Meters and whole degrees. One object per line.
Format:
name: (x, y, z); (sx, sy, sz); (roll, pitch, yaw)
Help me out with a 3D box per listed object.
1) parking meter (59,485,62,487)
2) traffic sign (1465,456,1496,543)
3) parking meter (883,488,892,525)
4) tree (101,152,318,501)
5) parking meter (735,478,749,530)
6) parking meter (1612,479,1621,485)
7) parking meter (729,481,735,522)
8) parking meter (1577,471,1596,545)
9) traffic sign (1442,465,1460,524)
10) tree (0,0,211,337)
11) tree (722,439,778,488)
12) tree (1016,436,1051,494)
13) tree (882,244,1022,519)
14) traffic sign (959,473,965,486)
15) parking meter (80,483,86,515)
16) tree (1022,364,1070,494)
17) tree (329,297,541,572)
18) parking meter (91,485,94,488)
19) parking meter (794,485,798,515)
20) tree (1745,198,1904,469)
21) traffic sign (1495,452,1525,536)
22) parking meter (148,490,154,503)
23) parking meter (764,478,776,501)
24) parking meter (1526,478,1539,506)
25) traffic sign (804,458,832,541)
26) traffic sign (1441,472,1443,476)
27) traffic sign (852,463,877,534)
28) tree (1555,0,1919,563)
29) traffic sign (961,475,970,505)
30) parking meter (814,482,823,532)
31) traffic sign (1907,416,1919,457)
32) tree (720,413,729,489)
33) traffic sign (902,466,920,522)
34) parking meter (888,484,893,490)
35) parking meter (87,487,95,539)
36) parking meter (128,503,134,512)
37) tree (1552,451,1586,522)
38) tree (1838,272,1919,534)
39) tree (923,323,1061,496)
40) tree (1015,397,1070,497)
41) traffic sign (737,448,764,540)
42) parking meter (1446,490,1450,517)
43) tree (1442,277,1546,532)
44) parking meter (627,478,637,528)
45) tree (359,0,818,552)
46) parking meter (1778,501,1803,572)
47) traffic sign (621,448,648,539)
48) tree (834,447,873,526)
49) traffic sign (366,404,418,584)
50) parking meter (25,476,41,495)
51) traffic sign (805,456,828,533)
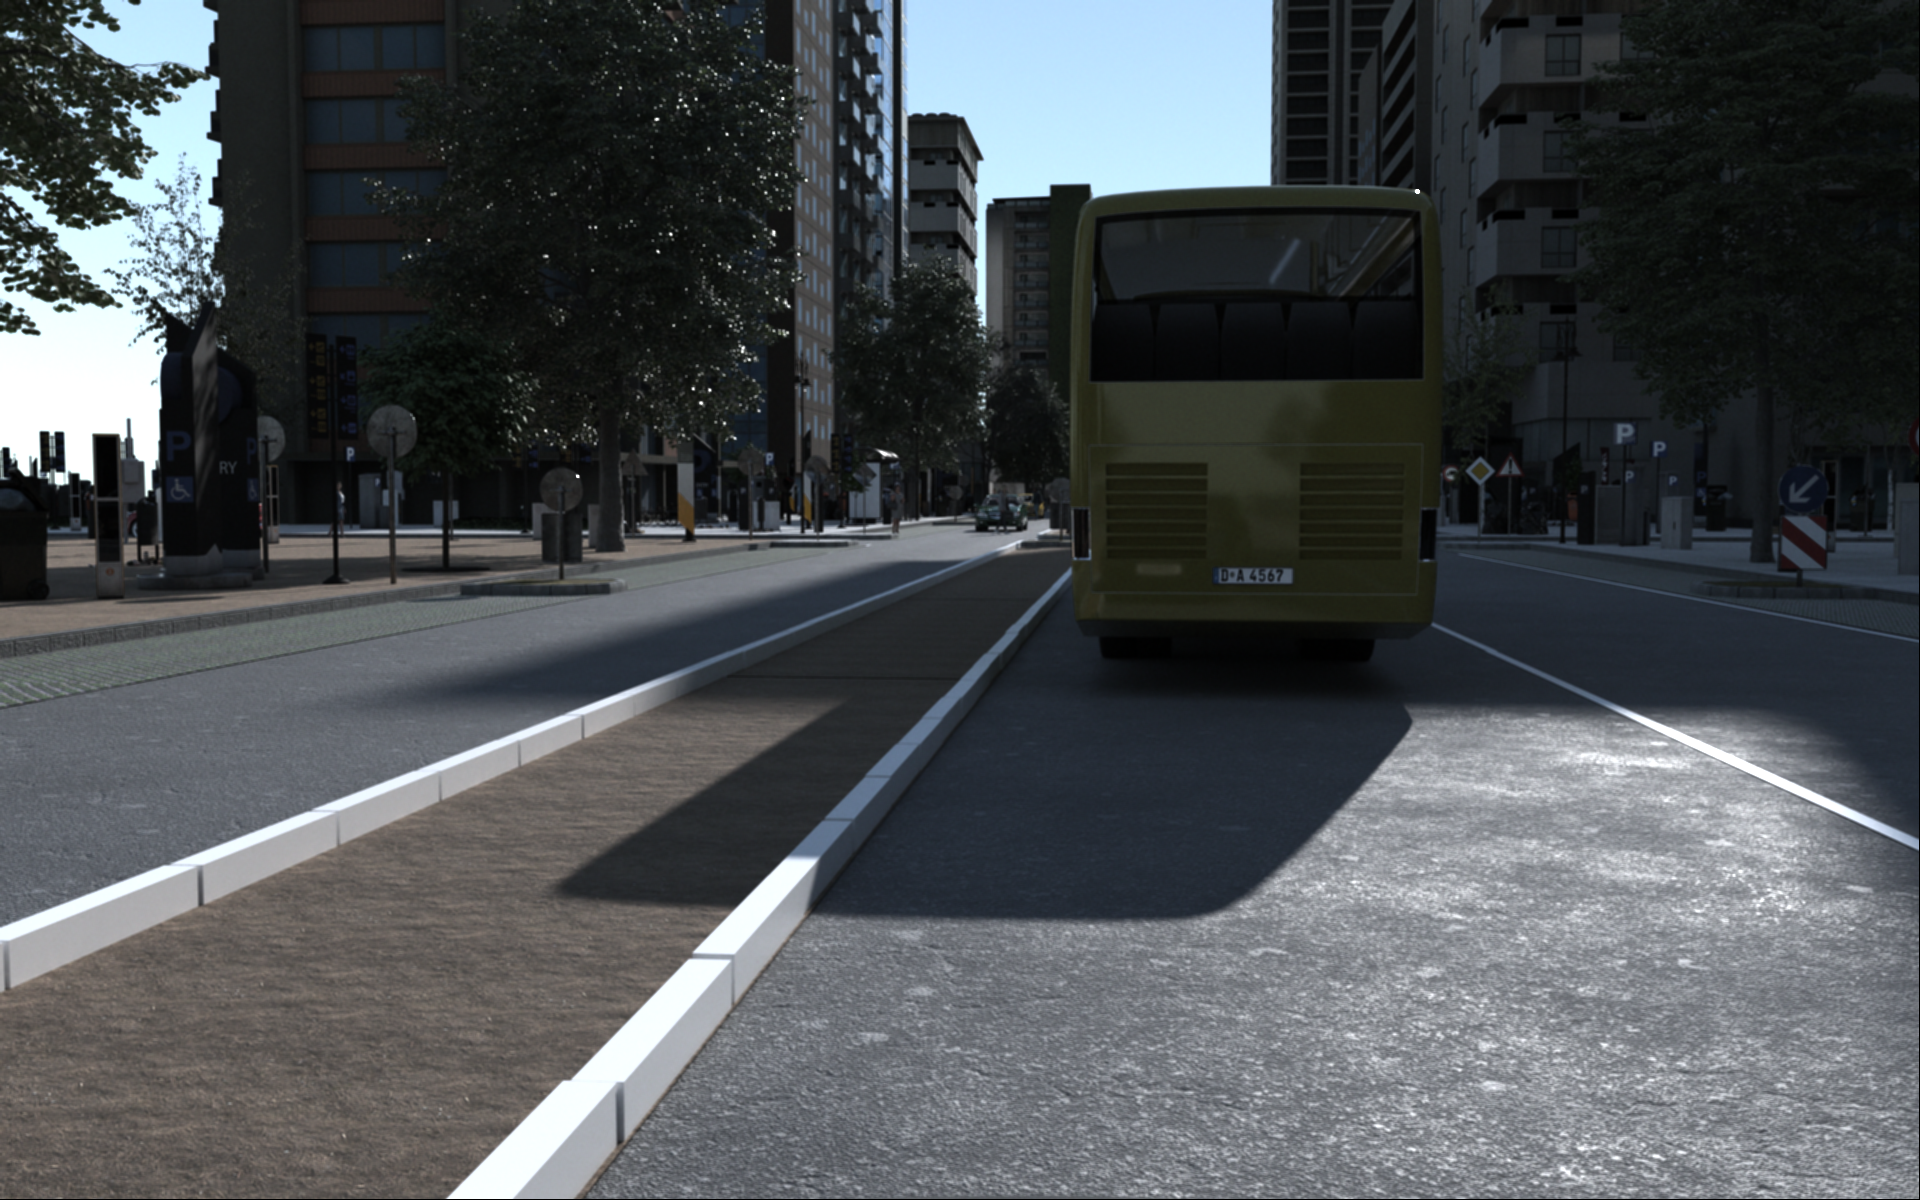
parking meter: (-55.662, -6.222, 107.438); (0.399, 1.863, 0.255); (-2, 4, -33)
traffic sign: (13.697, -2.570, 45.668); (0.795, 2.450, 0.064); (0, 4, 6)
parking meter: (-3.058, -3.936, 72.766); (0.372, 1.533, 0.369); (0, 3, 0)
tree: (-16.646, -5.388, 38.450); (4.360, 8.622, 3.978); (0, 3, 0)
parking meter: (-7.636, -3.397, 61.258); (0.399, 1.863, 0.255); (1, 4, 11)
parking meter: (26.305, -3.896, 69.403); (0.255, 1.863, 0.399); (-1, 4, -10)
parking meter: (-10.356, -4.490, 79.119); (0.255, 1.863, 0.399); (-2, 4, -34)
parking meter: (15.841, -2.331, 43.830); (0.255, 1.863, 0.399); (-3, 5, -41)
traffic sign: (21.181, -4.561, 74.680); (0.768, 2.556, 0.104); (1, 4, 13)
tree: (-9.952, -5.875, 14.179); (7.486, 12.596, 7.792); (0, 3, 0)
tree: (-12.601, -7.301, 103.081); (4.285, 4.588, 4.351); (0, 3, 0)
tree: (7.254, -13.906, 177.726); (4.360, 8.622, 3.978); (0, 3, 0)
tree: (-2.389, -11.227, 90.223); (9.857, 13.997, 8.962); (0, 3, 0)
traffic sign: (-0.091, -6.328, 103.563); (0.768, 2.556, 0.104); (0, 4, 8)
parking meter: (-45.553, -5.140, 89.752); (0.255, 1.863, 0.399); (1, 4, 18)
tree: (6.436, -15.976, 167.864); (9.857, 13.997, 8.962); (0, 3, 0)
tree: (-8.729, -2.768, 28.979); (4.285, 4.588, 4.351); (0, 3, 0)
parking meter: (-55.942, -6.485, 111.739); (0.399, 1.863, 0.255); (3, 5, 41)
parking meter: (-10.261, -6.253, 107.948); (0.255, 1.863, 0.399); (-1, 4, -9)
tree: (21.288, -5.683, 43.271); (4.360, 8.622, 3.978); (0, 3, 0)
traffic sign: (16.945, -3.264, 53.378); (0.884, 2.594, 0.081); (1, 4, 12)
parking meter: (-52.295, -6.335, 111.983); (0.372, 1.533, 0.369); (0, 3, 0)
parking meter: (-7.116, -3.615, 64.816); (0.399, 1.863, 0.255); (-3, 5, -40)
parking meter: (20.650, -3.473, 62.491); (0.399, 1.863, 0.255); (1, 4, 12)
traffic sign: (-3.898, -2.685, 47.536); (0.795, 2.450, 0.064); (0, 4, 6)
traffic sign: (14.534, -3.056, 53.609); (0.795, 2.450, 0.064); (0, 4, 6)
traffic sign: (-3.061, -3.170, 55.477); (0.795, 2.450, 0.064); (0, 4, 6)
tree: (14.714, -6.988, 32.373); (7.486, 12.596, 7.792); (0, 3, 0)
traffic sign: (0.278, -7.094, 116.092); (0.768, 2.556, 0.104); (1, 4, 11)
parking meter: (-4.744, -3.203, 58.075); (0.255, 1.863, 0.399); (-1, 4, -17)
traffic sign: (14.979, -1.627, 26.704); (0.768, 2.556, 0.104); (1, 4, 10)
tree: (-16.062, -9.650, 108.147); (4.737, 8.622, 4.395); (0, 3, 0)
traffic sign: (-2.271, -4.871, 79.644); (0.884, 2.594, 0.081); (1, 4, 14)
parking meter: (-4.169, -6.069, 104.935); (0.399, 1.863, 0.255); (3, 5, 45)
parking meter: (-24.638, -2.502, 49.315); (0.372, 1.533, 0.369); (0, 3, 0)
parking meter: (-58.519, -6.960, 122.203); (0.372, 1.533, 0.369); (0, 3, 0)
tree: (27.991, -5.136, 78.569); (1.663, 3.219, 1.824); (0, 3, 0)
tree: (29.970, -6.421, 55.350); (4.737, 8.622, 4.395); (0, 3, 0)
tree: (1.974, -13.002, 122.953); (12.009, 13.543, 11.850); (0, 3, 0)
tree: (9.667, -17.179, 199.006); (7.486, 12.596, 7.792); (0, 3, 0)
traffic sign: (-5.854, -2.953, 48.393); (0.768, 2.556, 0.104); (1, 4, 10)
parking meter: (27.127, -5.352, 95.912); (0.372, 1.533, 0.369); (0, 3, 0)
tree: (17.525, -6.626, 58.693); (4.737, 8.622, 4.395); (0, 3, 0)
parking meter: (-11.632, -3.405, 61.380); (0.255, 1.863, 0.399); (-2, 4, -24)
tree: (-7.915, -8.050, 38.267); (9.857, 13.997, 8.962); (0, 3, 0)
parking meter: (13.669, -1.227, 28.474); (0.372, 1.533, 0.369); (0, 3, 0)
traffic sign: (-9.281, -3.007, 49.165); (0.884, 2.594, 0.081); (0, 4, 7)
tree: (-4.055, -4.559, 69.134); (1.663, 3.219, 1.824); (0, 3, 0)
traffic sign: (-8.090, -1.501, 24.651); (0.768, 2.556, 0.104); (0, 4, 7)
parking meter: (-13.475, -1.017, 25.038); (0.372, 1.533, 0.369); (0, 3, 0)
traffic sign: (-4.764, -3.502, 57.364); (0.768, 2.556, 0.104); (1, 4, 9)
